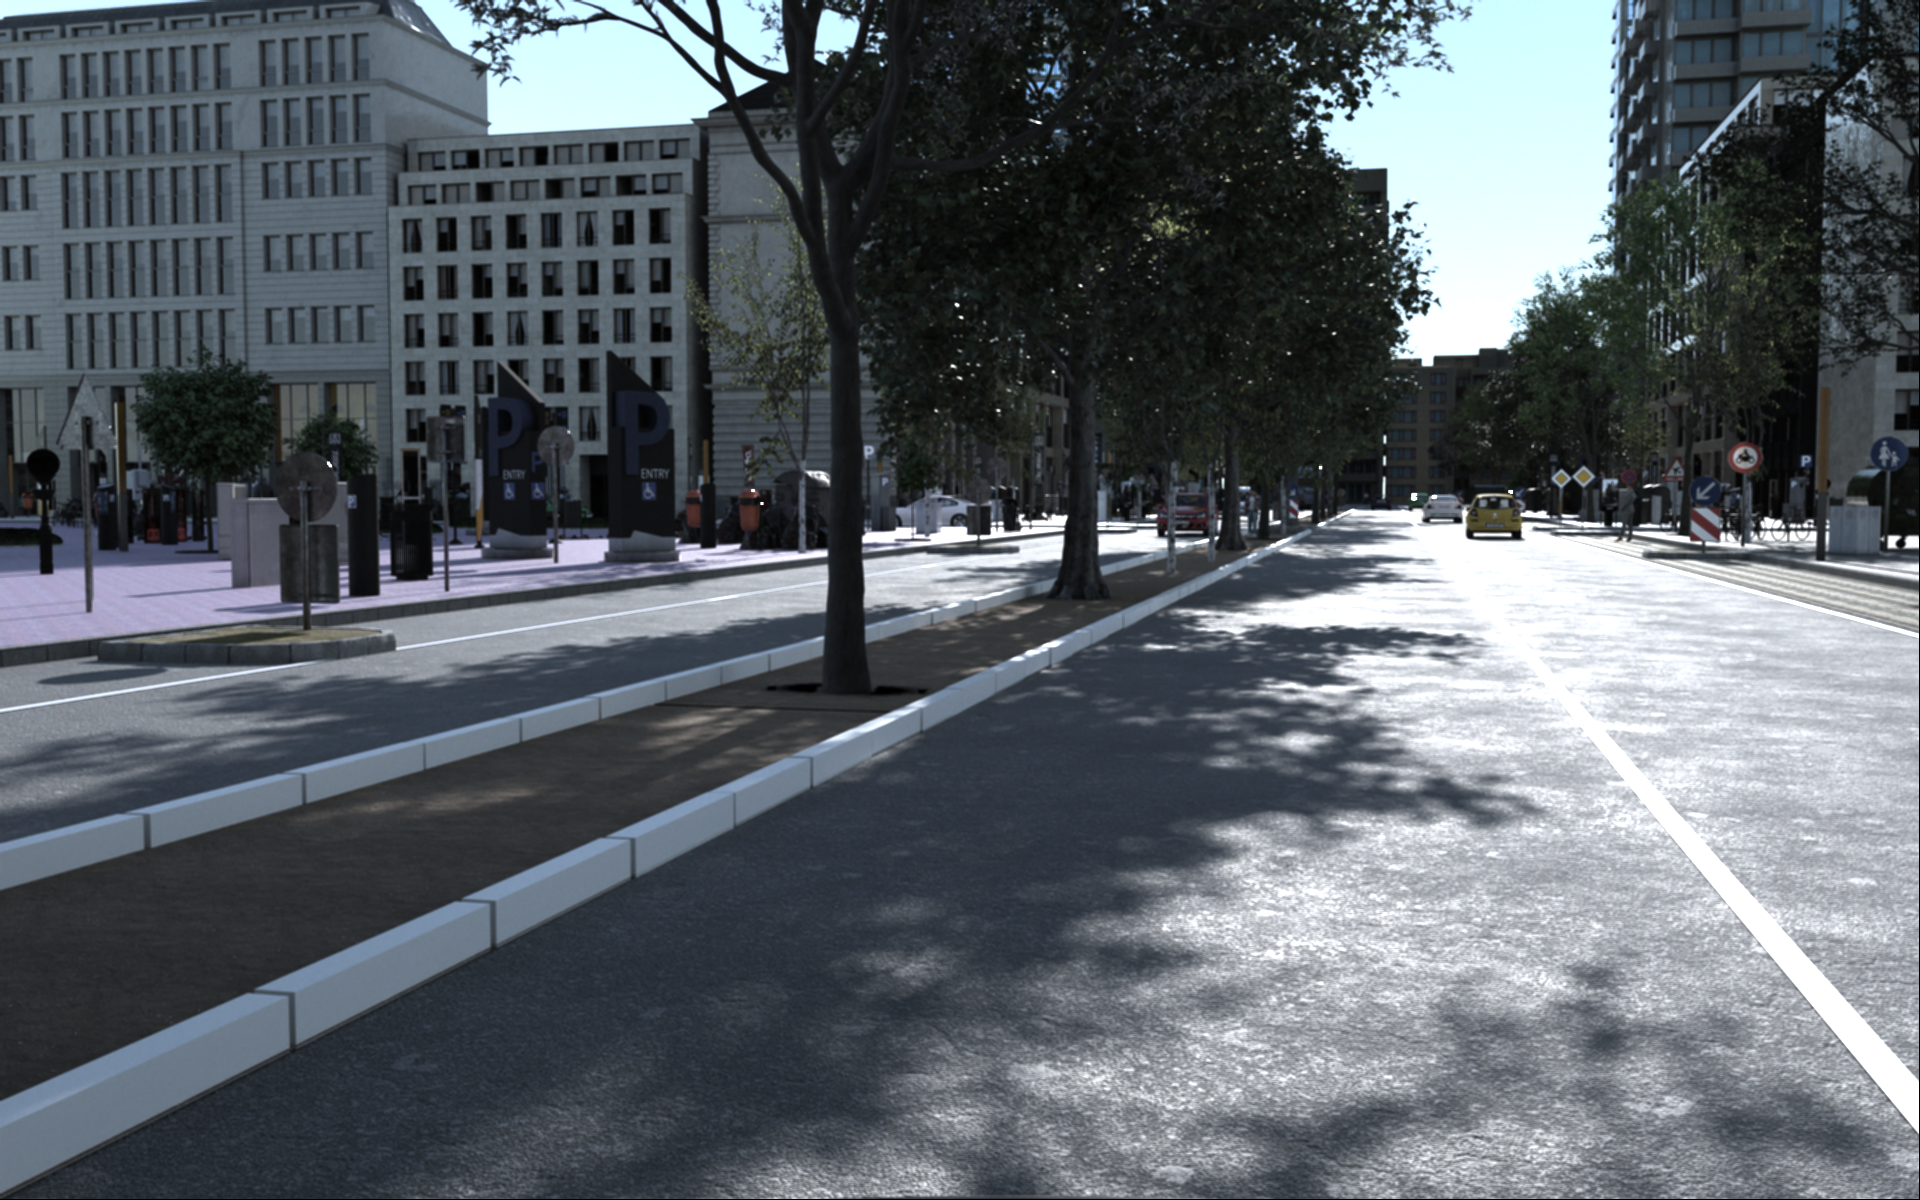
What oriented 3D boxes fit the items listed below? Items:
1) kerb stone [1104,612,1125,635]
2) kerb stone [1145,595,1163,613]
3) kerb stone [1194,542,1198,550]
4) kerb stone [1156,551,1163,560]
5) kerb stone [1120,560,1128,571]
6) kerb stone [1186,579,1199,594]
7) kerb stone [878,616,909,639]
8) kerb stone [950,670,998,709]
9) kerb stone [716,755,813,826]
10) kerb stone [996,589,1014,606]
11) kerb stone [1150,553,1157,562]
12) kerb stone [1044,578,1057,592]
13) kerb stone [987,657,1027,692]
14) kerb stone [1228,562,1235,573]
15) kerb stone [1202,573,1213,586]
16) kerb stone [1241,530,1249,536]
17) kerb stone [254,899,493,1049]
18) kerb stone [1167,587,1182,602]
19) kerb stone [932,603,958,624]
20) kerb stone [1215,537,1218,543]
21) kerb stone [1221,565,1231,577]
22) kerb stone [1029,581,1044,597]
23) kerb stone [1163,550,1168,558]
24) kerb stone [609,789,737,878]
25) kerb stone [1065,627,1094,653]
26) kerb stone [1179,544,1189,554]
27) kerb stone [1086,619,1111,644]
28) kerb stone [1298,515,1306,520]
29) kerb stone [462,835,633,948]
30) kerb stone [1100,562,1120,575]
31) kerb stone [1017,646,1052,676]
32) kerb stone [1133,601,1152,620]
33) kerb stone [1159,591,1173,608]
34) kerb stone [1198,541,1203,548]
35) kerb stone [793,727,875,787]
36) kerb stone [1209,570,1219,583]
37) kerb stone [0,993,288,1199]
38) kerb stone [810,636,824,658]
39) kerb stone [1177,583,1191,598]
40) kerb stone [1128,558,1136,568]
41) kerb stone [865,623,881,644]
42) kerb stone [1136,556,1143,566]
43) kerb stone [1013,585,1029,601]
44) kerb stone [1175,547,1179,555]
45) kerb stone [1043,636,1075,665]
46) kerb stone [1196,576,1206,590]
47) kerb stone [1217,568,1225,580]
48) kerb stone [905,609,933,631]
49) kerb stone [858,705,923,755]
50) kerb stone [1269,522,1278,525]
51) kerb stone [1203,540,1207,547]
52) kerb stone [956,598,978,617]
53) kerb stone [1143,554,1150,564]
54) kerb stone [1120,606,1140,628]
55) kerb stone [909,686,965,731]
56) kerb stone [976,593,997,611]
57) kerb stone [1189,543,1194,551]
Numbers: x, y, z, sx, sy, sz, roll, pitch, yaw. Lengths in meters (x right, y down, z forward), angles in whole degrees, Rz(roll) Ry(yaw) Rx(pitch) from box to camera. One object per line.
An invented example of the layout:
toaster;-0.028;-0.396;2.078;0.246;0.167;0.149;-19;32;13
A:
kerb stone;1.552;0.264;17.918;0.120;0.150;1.000;1;4;14
kerb stone;2.293;0.080;20.900;0.120;0.150;1.000;1;4;14
kerb stone;5.919;-1.351;44.286;0.120;0.150;1.000;1;4;14
kerb stone;4.202;-0.925;37.312;0.120;0.150;1.000;1;4;14
kerb stone;2.963;-0.620;32.336;0.120;0.150;1.000;1;4;14
kerb stone;3.281;-0.164;24.880;0.120;0.150;1.000;1;4;14
kerb stone;-0.731;0.293;17.412;0.120;0.150;1.000;1;4;14
kerb stone;0.077;0.628;11.935;0.120;0.150;1.000;1;4;14
kerb stone;-0.906;0.874;7.956;0.120;0.150;1.000;1;4;14
kerb stone;0.499;-0.011;22.386;0.120;0.150;1.000;1;4;14
kerb stone;3.949;-0.861;36.321;0.120;0.150;1.000;1;4;14
kerb stone;1.236;-0.192;25.372;0.120;0.150;1.000;1;4;14
kerb stone;0.321;0.567;12.930;0.120;0.150;1.000;1;4;14
kerb stone;4.753;-0.529;30.845;0.120;0.150;1.000;1;4;14
kerb stone;3.773;-0.286;26.867;0.120;0.150;1.000;1;4;14
kerb stone;10.103;-2.385;61.188;0.120;0.150;1.000;1;4;14
kerb stone;-1.653;1.056;4.967;0.120;0.150;1.000;1;4;14
kerb stone;2.782;-0.043;22.894;0.120;0.150;1.000;1;4;14
kerb stone;-0.231;0.171;19.400;0.120;0.150;1.000;1;4;14
kerb stone;7.157;-1.655;49.249;0.120;0.150;1.000;1;4;14
kerb stone;4.515;-0.464;29.851;0.120;0.150;1.000;1;4;14
kerb stone;0.988;-0.133;24.371;0.120;0.150;1.000;1;4;14
kerb stone;4.442;-0.986;38.318;0.120;0.150;1.000;1;4;14
kerb stone;-1.149;0.932;6.961;0.120;0.150;1.000;1;4;14
kerb stone;1.064;0.385;15.927;0.120;0.150;1.000;1;4;14
kerb stone;5.423;-1.229;42.288;0.120;0.150;1.000;1;4;14
kerb stone;1.311;0.324;16.919;0.120;0.150;1.000;1;4;14
kerb stone;19.863;-4.794;100.576;0.120;0.150;1.000;1;4;14
kerb stone;-1.402;0.993;5.964;0.120;0.150;1.000;1;4;14
kerb stone;2.710;-0.555;31.341;0.120;0.150;1.000;1;4;14
kerb stone;0.564;0.508;13.928;0.120;0.150;1.000;1;4;14
kerb stone;2.046;0.142;19.901;0.120;0.150;1.000;1;4;14
kerb stone;2.536;0.024;21.896;0.120;0.150;1.000;1;4;14
kerb stone;6.162;-1.411;45.278;0.120;0.150;1.000;1;4;14
kerb stone;-0.656;0.810;8.951;0.120;0.150;1.000;1;4;14
kerb stone;4.023;-0.347;27.867;0.120;0.150;1.000;1;4;14
kerb stone;-1.900;1.120;3.975;0.120;0.150;1.000;1;4;14
kerb stone;-1.223;0.414;15.422;0.120;0.150;1.000;1;4;14
kerb stone;3.033;-0.104;23.889;0.120;0.150;1.000;1;4;14
kerb stone;3.211;-0.681;33.327;0.120;0.150;1.000;1;4;14
kerb stone;-0.973;0.354;16.420;0.120;0.150;1.000;1;4;14
kerb stone;3.456;-0.741;34.338;0.120;0.150;1.000;1;4;14
kerb stone;0.740;-0.072;23.379;0.120;0.150;1.000;1;4;14
kerb stone;4.924;-1.108;40.305;0.120;0.150;1.000;1;4;14
kerb stone;0.824;0.445;14.929;0.120;0.150;1.000;1;4;14
kerb stone;3.530;-0.225;25.872;0.120;0.150;1.000;1;4;14
kerb stone;4.267;-0.398;28.860;0.120;0.150;1.000;1;4;14
kerb stone;-0.494;0.232;18.407;0.120;0.150;1.000;1;4;14
kerb stone;-0.416;0.753;9.945;0.120;0.150;1.000;1;4;14
kerb stone;13.691;-3.265;75.654;0.120;0.150;1.000;1;4;14
kerb stone;6.419;-1.472;46.268;0.120;0.150;1.000;1;4;14
kerb stone;0.004;0.113;20.399;0.120;0.150;1.000;1;4;14
kerb stone;3.704;-0.803;35.329;0.120;0.150;1.000;1;4;14
kerb stone;1.805;0.201;18.908;0.120;0.150;1.000;1;4;14
kerb stone;-0.164;0.692;10.942;0.120;0.150;1.000;1;4;14
kerb stone;0.259;0.049;21.389;0.120;0.150;1.000;1;4;14
kerb stone;5.678;-1.287;43.280;0.120;0.150;1.000;1;4;14
